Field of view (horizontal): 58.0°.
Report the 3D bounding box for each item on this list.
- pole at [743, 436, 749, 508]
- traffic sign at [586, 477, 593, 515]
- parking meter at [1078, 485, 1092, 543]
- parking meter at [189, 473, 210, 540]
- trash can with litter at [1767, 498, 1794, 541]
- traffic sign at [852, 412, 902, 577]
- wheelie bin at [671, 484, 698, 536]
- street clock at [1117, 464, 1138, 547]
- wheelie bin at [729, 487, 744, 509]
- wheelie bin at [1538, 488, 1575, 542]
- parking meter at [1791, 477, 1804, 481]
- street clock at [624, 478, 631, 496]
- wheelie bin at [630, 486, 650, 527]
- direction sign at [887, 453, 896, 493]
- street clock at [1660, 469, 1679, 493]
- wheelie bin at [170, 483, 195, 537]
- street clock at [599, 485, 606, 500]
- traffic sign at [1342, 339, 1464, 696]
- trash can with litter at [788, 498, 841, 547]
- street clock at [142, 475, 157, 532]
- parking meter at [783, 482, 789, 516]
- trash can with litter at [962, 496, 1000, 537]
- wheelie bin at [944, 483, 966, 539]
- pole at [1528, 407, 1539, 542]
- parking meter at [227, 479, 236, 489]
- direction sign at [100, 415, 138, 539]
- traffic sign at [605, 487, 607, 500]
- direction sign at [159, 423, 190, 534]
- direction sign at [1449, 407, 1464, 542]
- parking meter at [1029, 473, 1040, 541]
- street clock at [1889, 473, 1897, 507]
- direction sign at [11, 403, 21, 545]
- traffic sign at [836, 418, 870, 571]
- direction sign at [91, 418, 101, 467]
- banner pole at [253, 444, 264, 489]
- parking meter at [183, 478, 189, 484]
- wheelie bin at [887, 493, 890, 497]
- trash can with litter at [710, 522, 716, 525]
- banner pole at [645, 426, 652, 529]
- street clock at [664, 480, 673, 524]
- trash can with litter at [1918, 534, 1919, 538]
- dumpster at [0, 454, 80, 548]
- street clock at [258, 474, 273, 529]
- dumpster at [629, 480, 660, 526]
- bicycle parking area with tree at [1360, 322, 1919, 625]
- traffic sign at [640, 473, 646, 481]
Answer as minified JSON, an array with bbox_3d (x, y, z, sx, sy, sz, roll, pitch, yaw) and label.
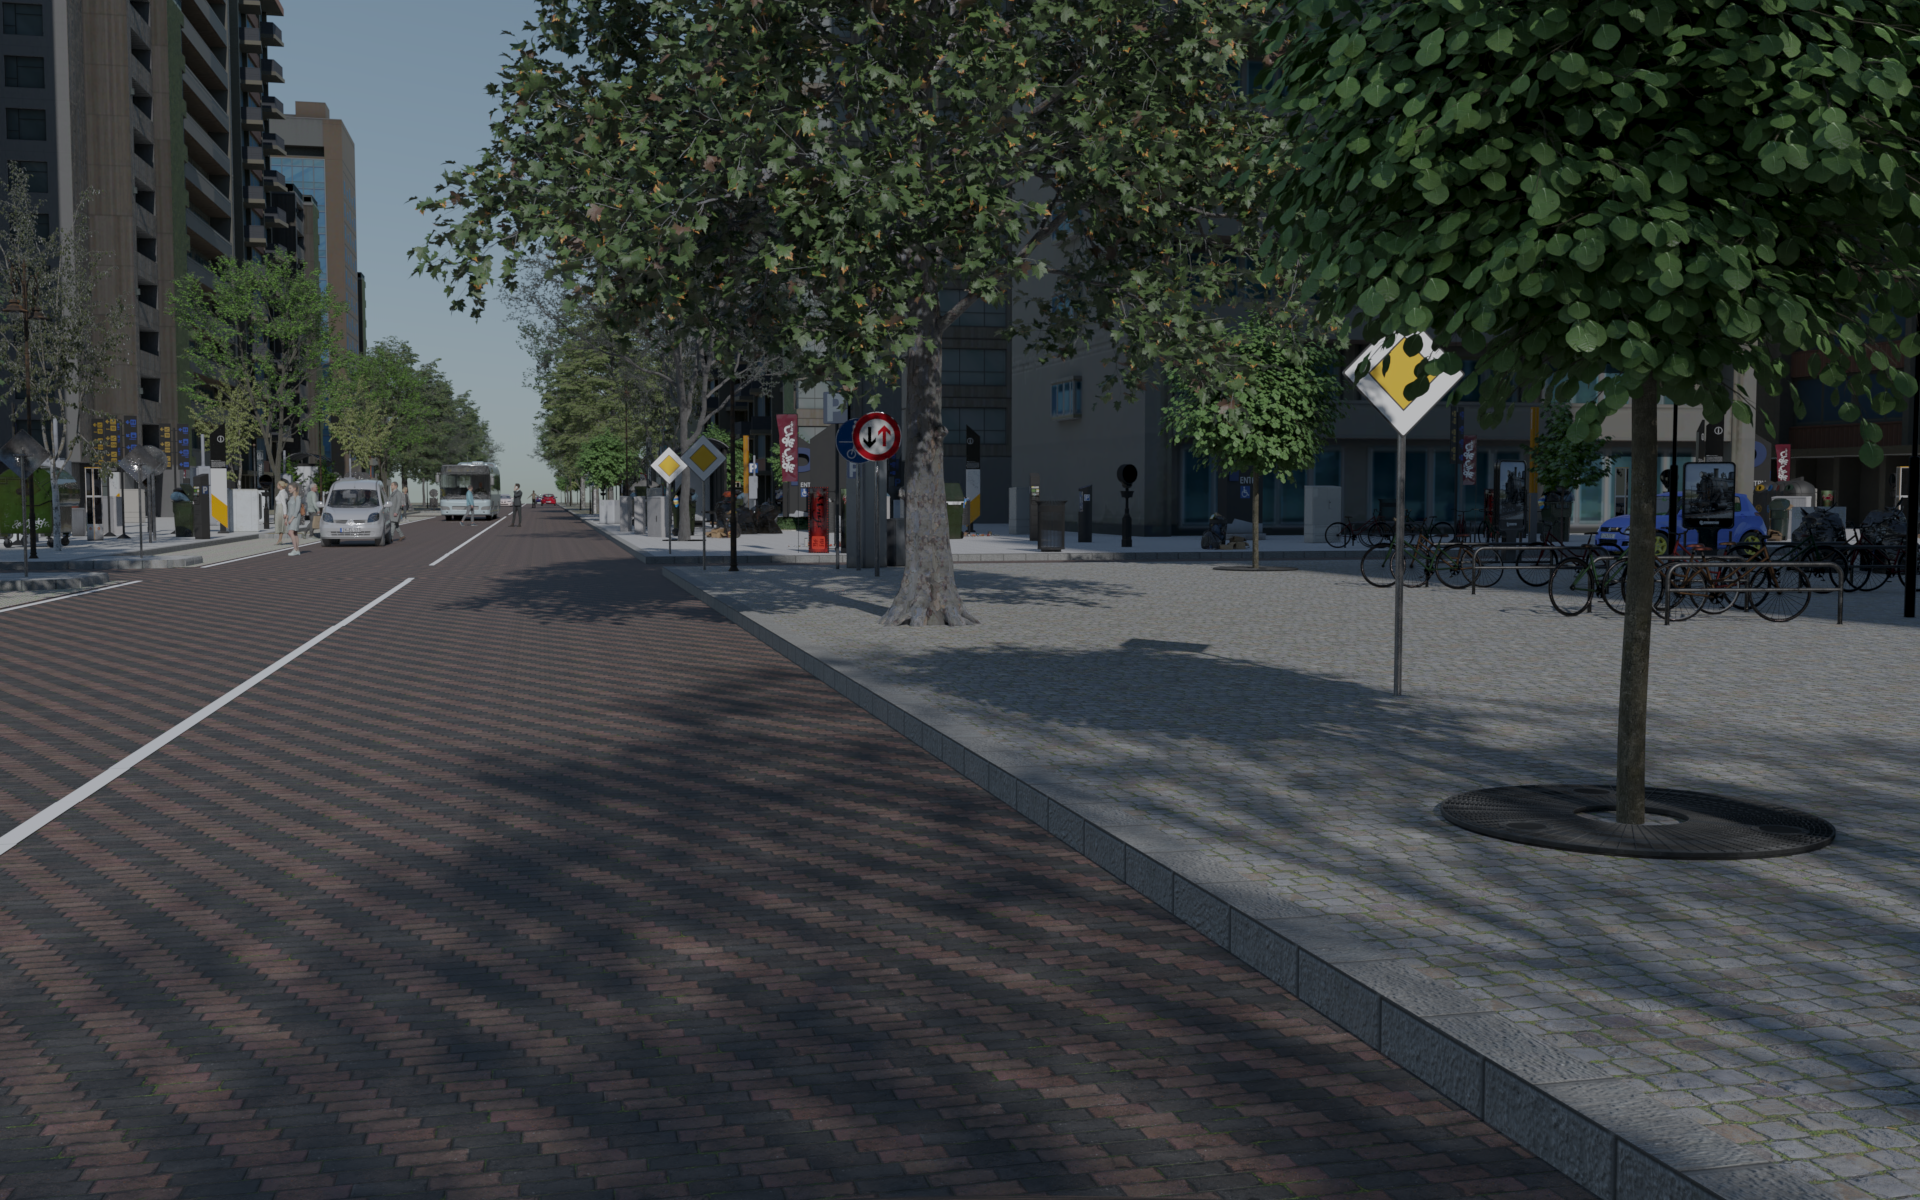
[{"bbox_3d":[-7.471,-4.081,60.574,0.158,3.312,0.155,0,3,0],"label":"pole"},{"bbox_3d":[-22.716,-6.533,106.922,0.768,2.556,0.104,0,4,-5],"label":"traffic sign"},{"bbox_3d":[3.319,-2.295,45.938,0.372,1.533,0.369,0,3,0],"label":"parking meter"},{"bbox_3d":[-21.436,-2.644,48.945,0.255,1.863,0.399,1,4,20],"label":"parking meter"},{"bbox_3d":[22.374,-2.195,47.274,0.624,1.170,1.055,2,4,33],"label":"trash can with litter"},{"bbox_3d":[-1.289,-1.639,26.902,0.768,2.556,0.104,0,4,-5],"label":"traffic sign"},{"bbox_3d":[-8.470,-2.776,53.297,0.693,1.594,0.980,1,4,11],"label":"wheelie bin"},{"bbox_3d":[4.035,-2.280,41.850,0.471,2.002,0.358,-2,4,-32],"label":"street clock"},{"bbox_3d":[-9.721,-4.137,75.541,0.980,1.594,0.693,0,4,-4],"label":"wheelie bin"},{"bbox_3d":[16.068,-2.364,46.563,0.980,1.594,0.693,-1,4,-10],"label":"wheelie bin"},{"bbox_3d":[28.314,-3.238,58.659,0.399,1.863,0.255,3,5,41],"label":"parking meter"},{"bbox_3d":[-14.532,-4.366,75.947,0.358,2.002,0.471,-1,4,-17],"label":"street clock"},{"bbox_3d":[-12.573,-3.699,68.390,0.980,1.594,0.693,-2,4,-30],"label":"wheelie bin"},{"bbox_3d":[-3.262,-5.251,77.856,0.876,3.537,0.379,2,4,25],"label":"direction sign"},{"bbox_3d":[20.453,-2.778,49.989,0.471,2.002,0.358,2,4,34],"label":"street clock"},{"bbox_3d":[-23.156,-2.684,51.784,0.693,1.594,0.980,0,4,0],"label":"wheelie bin"},{"bbox_3d":[-20.156,-5.701,97.780,0.471,2.002,0.358,3,4,38],"label":"street clock"},{"bbox_3d":[2.784,-0.598,10.957,0.795,2.450,0.064,0,4,-7],"label":"traffic sign"},{"bbox_3d":[-2.957,-1.911,42.302,2.233,1.210,1.678,1,4,14],"label":"trash can with litter"},{"bbox_3d":[-27.215,-3.279,58.189,0.471,2.002,0.358,-1,4,-18],"label":"street clock"},{"bbox_3d":[-8.426,-4.791,84.039,0.255,1.863,0.399,1,4,13],"label":"parking meter"},{"bbox_3d":[0.459,-2.538,52.546,2.233,1.210,1.678,-3,5,-40],"label":"trash can with litter"},{"bbox_3d":[-0.326,-2.536,49.373,0.980,1.594,0.693,-2,4,-27],"label":"wheelie bin"},{"bbox_3d":[13.475,-2.865,40.687,0.158,3.312,0.155,0,3,0],"label":"pole"},{"bbox_3d":[-28.686,-3.815,68.083,0.399,1.863,0.255,1,4,22],"label":"parking meter"},{"bbox_3d":[-24.090,-3.535,49.797,0.876,3.537,0.379,-3,5,-41],"label":"direction sign"},{"bbox_3d":[-19.840,-5.935,97.140,0.768,2.556,0.104,0,4,-6],"label":"traffic sign"},{"bbox_3d":[-25.199,-3.891,55.616,0.876,3.537,0.379,-2,4,-30],"label":"direction sign"},{"bbox_3d":[12.863,-3.235,44.883,0.379,3.537,0.876,3,4,37],"label":"direction sign"},{"bbox_3d":[2.038,-2.545,47.328,0.255,1.863,0.399,0,4,-3],"label":"parking meter"},{"bbox_3d":[32.535,-3.407,60.274,0.358,2.002,0.471,0,4,2],"label":"street clock"},{"bbox_3d":[-23.599,-3.137,43.288,0.379,3.537,0.876,-2,4,-25],"label":"direction sign"},{"bbox_3d":[-1.701,-1.767,28.992,0.768,2.556,0.104,-1,4,-10],"label":"traffic sign"},{"bbox_3d":[-25.669,-3.681,52.181,0.379,3.537,0.876,3,4,37],"label":"direction sign"},{"bbox_3d":[-34.996,-5.894,86.388,0.863,3.779,0.401,2,4,26],"label":"banner pole"},{"bbox_3d":[-28.128,-3.518,63.236,0.255,1.863,0.399,1,4,11],"label":"parking meter"},{"bbox_3d":[-3.032,-3.397,63.455,0.980,1.594,0.693,-1,4,-19],"label":"wheelie bin"},{"bbox_3d":[-10.123,-3.723,72.258,0.624,1.170,1.055,0,4,1],"label":"trash can with litter"},{"bbox_3d":[-11.438,-4.506,63.693,0.401,3.779,0.863,-2,4,-25],"label":"banner pole"},{"bbox_3d":[-12.492,-4.272,74.411,0.358,2.002,0.471,2,4,31],"label":"street clock"},{"bbox_3d":[27.944,-2.411,50.483,1.678,1.210,2.233,-3,5,-44],"label":"trash can with litter"},{"bbox_3d":[-22.346,-2.410,41.902,1.502,2.255,1.985,-1,4,-13],"label":"dumpster"},{"bbox_3d":[-25.364,-3.592,63.300,0.471,2.002,0.358,-2,4,-27],"label":"street clock"},{"bbox_3d":[-12.922,-3.999,71.144,1.264,1.857,1.865,-1,4,-13],"label":"dumpster"},{"bbox_3d":[9.545,-2.049,20.506,9.016,4.147,8.231,1,4,9],"label":"bicycle parking area with tree"},{"bbox_3d":[-18.490,-6.133,100.387,0.768,2.556,0.104,-1,4,-13],"label":"traffic sign"}]
